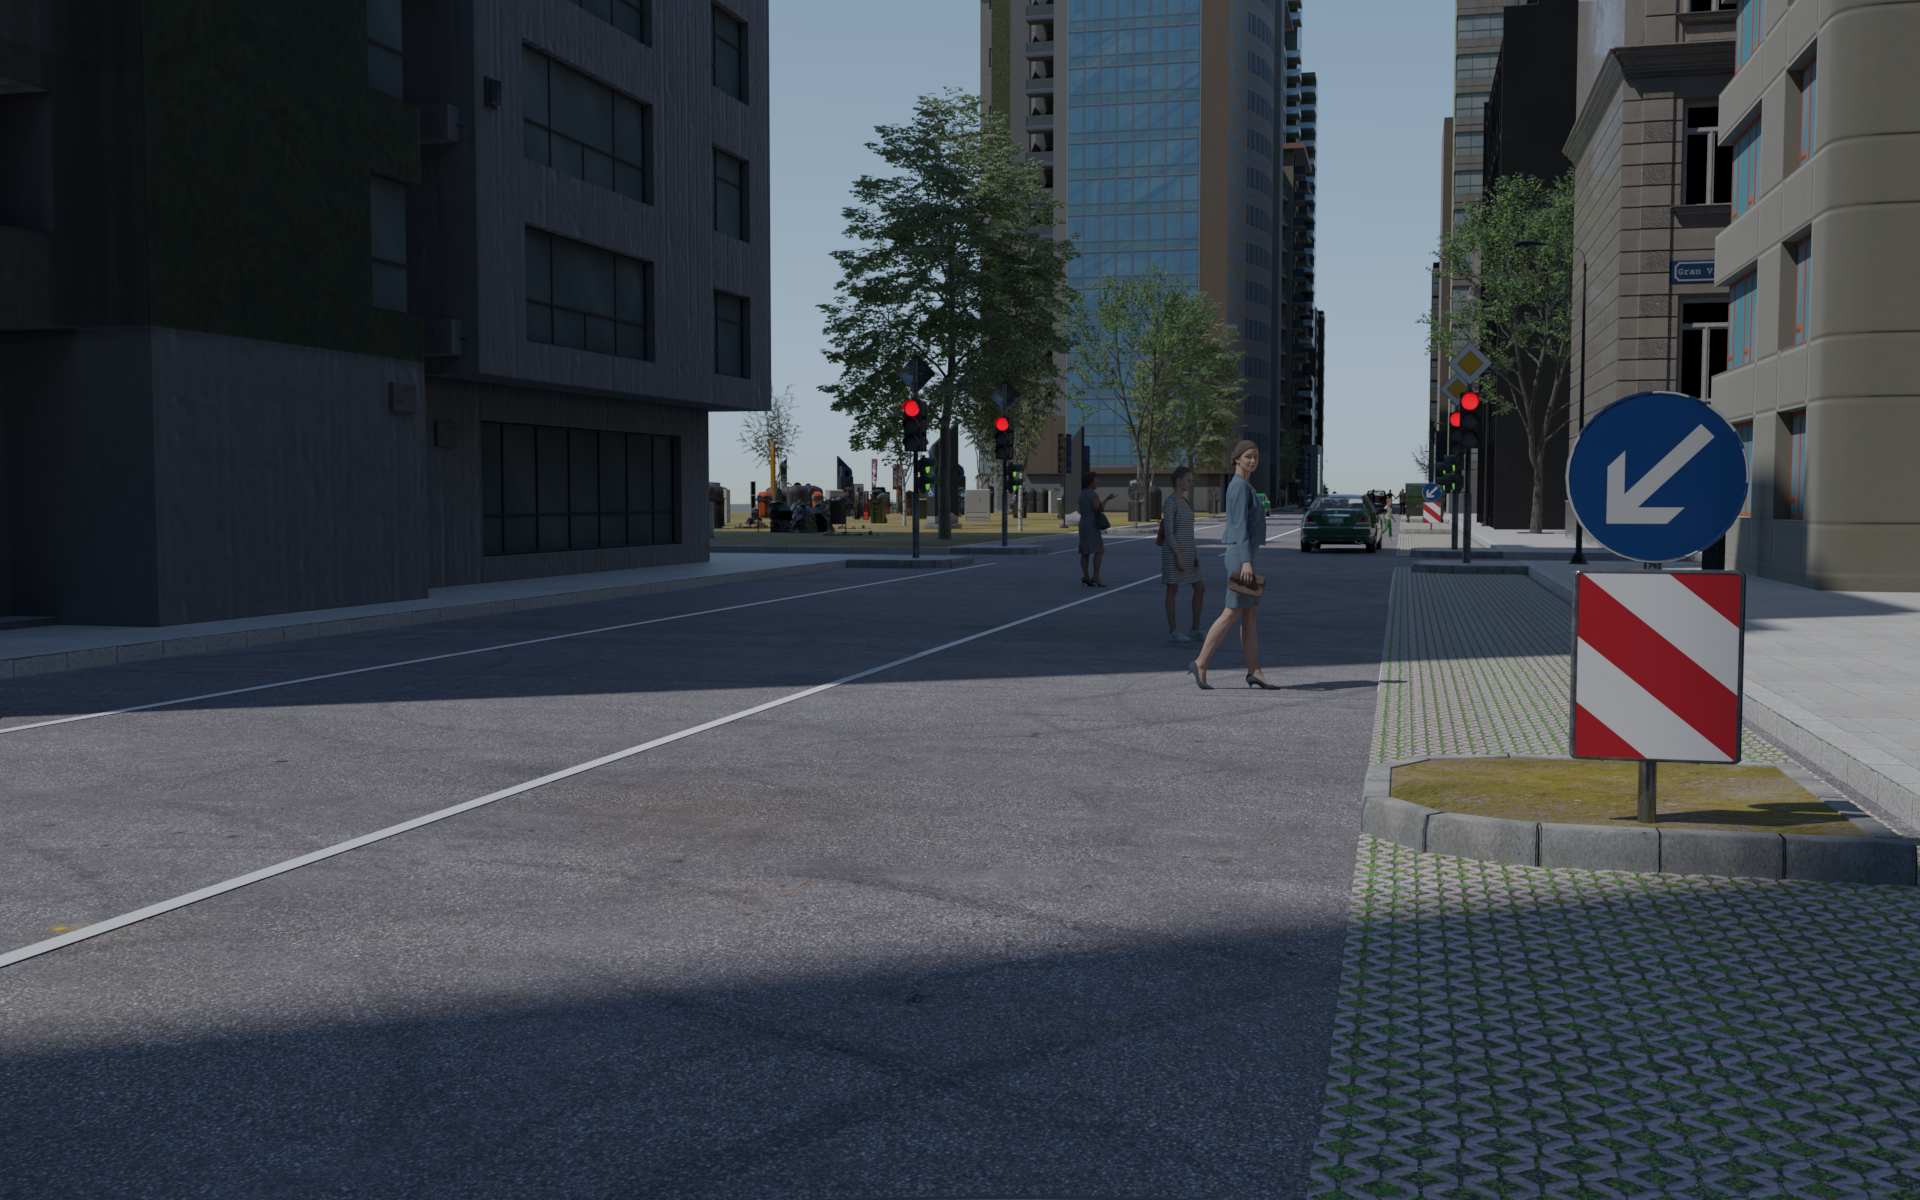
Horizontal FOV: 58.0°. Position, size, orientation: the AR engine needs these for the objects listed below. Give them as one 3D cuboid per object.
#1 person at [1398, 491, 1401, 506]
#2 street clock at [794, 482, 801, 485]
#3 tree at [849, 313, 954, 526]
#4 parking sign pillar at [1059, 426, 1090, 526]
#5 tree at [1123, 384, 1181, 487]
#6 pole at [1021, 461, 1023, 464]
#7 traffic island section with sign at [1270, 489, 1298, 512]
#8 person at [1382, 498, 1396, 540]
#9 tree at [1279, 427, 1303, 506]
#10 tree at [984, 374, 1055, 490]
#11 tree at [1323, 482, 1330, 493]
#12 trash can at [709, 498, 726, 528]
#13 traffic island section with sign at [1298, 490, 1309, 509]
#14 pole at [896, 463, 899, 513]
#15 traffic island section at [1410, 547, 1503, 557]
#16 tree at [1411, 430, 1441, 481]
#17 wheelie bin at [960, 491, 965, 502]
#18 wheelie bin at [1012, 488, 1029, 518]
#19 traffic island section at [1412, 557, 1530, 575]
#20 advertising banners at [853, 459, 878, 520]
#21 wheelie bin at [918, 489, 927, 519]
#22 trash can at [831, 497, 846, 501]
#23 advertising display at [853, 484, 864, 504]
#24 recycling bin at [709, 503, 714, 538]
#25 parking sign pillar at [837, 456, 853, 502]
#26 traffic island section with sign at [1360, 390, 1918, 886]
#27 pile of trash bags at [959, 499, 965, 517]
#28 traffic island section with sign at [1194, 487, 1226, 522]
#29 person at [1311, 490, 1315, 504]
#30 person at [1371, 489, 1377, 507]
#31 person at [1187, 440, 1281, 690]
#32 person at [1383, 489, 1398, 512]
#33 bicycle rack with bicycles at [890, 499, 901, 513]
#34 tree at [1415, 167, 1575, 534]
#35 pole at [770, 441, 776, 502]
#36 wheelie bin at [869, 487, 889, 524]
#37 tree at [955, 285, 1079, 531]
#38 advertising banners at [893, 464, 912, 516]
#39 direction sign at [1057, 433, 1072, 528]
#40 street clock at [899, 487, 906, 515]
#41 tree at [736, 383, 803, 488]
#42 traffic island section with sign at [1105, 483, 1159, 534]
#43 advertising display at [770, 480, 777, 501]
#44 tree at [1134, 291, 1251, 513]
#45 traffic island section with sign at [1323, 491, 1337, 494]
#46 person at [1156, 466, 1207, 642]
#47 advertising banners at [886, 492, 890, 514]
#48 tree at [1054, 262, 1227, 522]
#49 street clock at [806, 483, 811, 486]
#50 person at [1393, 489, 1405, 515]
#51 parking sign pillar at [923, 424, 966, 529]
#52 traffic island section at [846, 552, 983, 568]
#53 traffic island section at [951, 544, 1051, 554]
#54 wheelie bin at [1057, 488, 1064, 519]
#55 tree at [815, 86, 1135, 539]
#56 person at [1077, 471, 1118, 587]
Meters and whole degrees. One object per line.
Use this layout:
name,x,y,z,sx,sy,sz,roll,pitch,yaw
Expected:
person,53.137,-12.250,208.796,0.705,1.822,1.348,-1,4,-17
street clock,-9.883,-6.167,105.396,0.471,2.002,0.358,0,4,2
tree,-2.335,-7.284,69.459,4.360,8.622,3.978,0,3,0
parking sign pillar,4.708,-4.965,69.657,1.447,3.967,1.447,-2,4,-28
tree,12.113,-9.714,109.185,4.360,8.622,3.978,0,3,0
pole,3.823,-6.849,105.824,0.158,3.312,0.155,0,3,0
traffic island section with sign,25.877,-7.988,139.229,1.989,1.847,2.006,1,4,14
person,13.262,-2.514,53.845,0.590,1.304,0.306,2,4,27
tree,35.660,-14.638,189.688,4.737,8.622,4.395,0,3,0
tree,3.564,-9.234,101.331,4.737,8.622,4.395,0,3,0
tree,56.948,-16.877,270.547,1.663,3.219,1.824,0,3,0
trash can,-9.149,-3.268,65.078,0.748,1.137,0.748,0,3,0
traffic island section with sign,32.666,-9.605,165.662,1.989,1.847,2.006,1,4,14
pole,-4.126,-7.376,114.434,0.158,3.312,0.155,0,3,0
traffic island section,11.433,-1.082,39.967,2.009,0.180,2.903,1,4,14
tree,52.701,-14.857,193.268,4.360,8.622,3.978,0,3,0
wheelie bin,0.377,-6.371,112.072,0.693,1.594,0.980,0,4,2
wheelie bin,3.251,-5.150,92.107,0.693,1.594,0.980,3,5,39
traffic island section,9.448,-0.609,32.231,2.009,0.180,2.903,1,4,14
advertising banners,-4.693,-5.502,86.144,0.090,3.025,2.074,-3,4,-38
wheelie bin,-1.937,-4.988,89.458,0.980,1.594,0.693,0,4,1
trash can,-5.947,-4.469,84.714,0.748,1.137,0.748,0,3,0
advertising display,-6.302,-6.245,107.312,0.123,1.923,0.974,2,4,35
recycling bin,-7.690,-2.366,51.237,0.722,1.027,0.722,-1,4,-17
parking sign pillar,-8.078,-8.159,121.877,1.447,3.967,1.447,3,4,39
traffic island section with sign,2.763,0.072,7.445,1.989,1.847,2.006,1,4,14
pile of trash bags,0.024,-5.898,106.176,1.912,1.369,3.447,-2,4,-24
traffic island section with sign,13.259,-4.979,90.040,1.989,1.847,2.006,1,4,14
person,31.656,-8.912,154.741,0.617,1.759,0.750,-2,4,-31
person,32.049,-7.684,134.138,0.705,1.822,1.348,2,4,30
person,2.020,-0.254,12.681,0.654,1.822,0.581,2,4,23
person,34.427,-7.948,138.590,1.348,1.807,0.705,3,5,42
bicycle rack with bicycles,-4.141,-6.280,116.065,2.925,0.926,2.852,-1,4,-17
tree,18.567,-7.938,55.537,9.928,11.665,9.643,0,3,0
pole,-7.160,-4.436,66.364,0.158,3.312,0.155,0,3,0
wheelie bin,-3.539,-4.134,75.492,0.980,1.594,0.693,1,4,22
tree,2.076,-6.670,59.424,4.360,8.622,3.978,0,3,0
advertising banners,-2.994,-6.440,101.489,0.090,3.025,2.074,3,5,43
direction sign,3.921,-4.467,65.035,0.379,3.537,0.876,3,4,38
street clock,-3.622,-6.332,108.094,0.471,2.002,0.358,0,4,3
tree,-11.767,-9.707,109.074,4.360,8.622,3.978,0,3,0
traffic island section with sign,6.468,-3.361,63.587,1.989,1.847,2.006,1,4,14
advertising display,-8.663,-4.612,80.612,0.123,1.923,0.974,0,4,5
tree,12.768,-10.959,97.310,7.486,12.596,7.792,0,3,0
traffic island section with sign,46.269,-12.846,218.660,1.989,1.847,2.006,1,4,14
person,2.142,-0.448,16.831,0.522,1.701,0.512,2,4,34
advertising banners,-4.680,-7.001,110.655,2.074,3.025,0.090,-3,5,-43
tree,8.403,-9.388,79.251,9.928,11.665,9.643,0,3,0
street clock,-10.227,-6.864,116.802,0.358,2.002,0.471,1,4,17
person,30.431,-6.758,119.126,1.348,1.807,0.705,-1,4,-11
parking sign pillar,-0.639,-4.635,64.254,1.447,3.967,1.447,3,5,42
traffic island section,-0.908,-0.771,34.884,2.009,0.180,2.903,1,4,14
traffic island section,1.077,-1.244,42.619,2.009,0.180,2.903,1,4,14
wheelie bin,5.394,-4.971,89.179,0.693,1.594,0.980,-1,4,-22
tree,-0.028,-7.991,48.781,7.486,12.596,7.792,0,3,0
person,2.138,-1.096,26.785,0.532,1.782,0.716,-2,4,-24
